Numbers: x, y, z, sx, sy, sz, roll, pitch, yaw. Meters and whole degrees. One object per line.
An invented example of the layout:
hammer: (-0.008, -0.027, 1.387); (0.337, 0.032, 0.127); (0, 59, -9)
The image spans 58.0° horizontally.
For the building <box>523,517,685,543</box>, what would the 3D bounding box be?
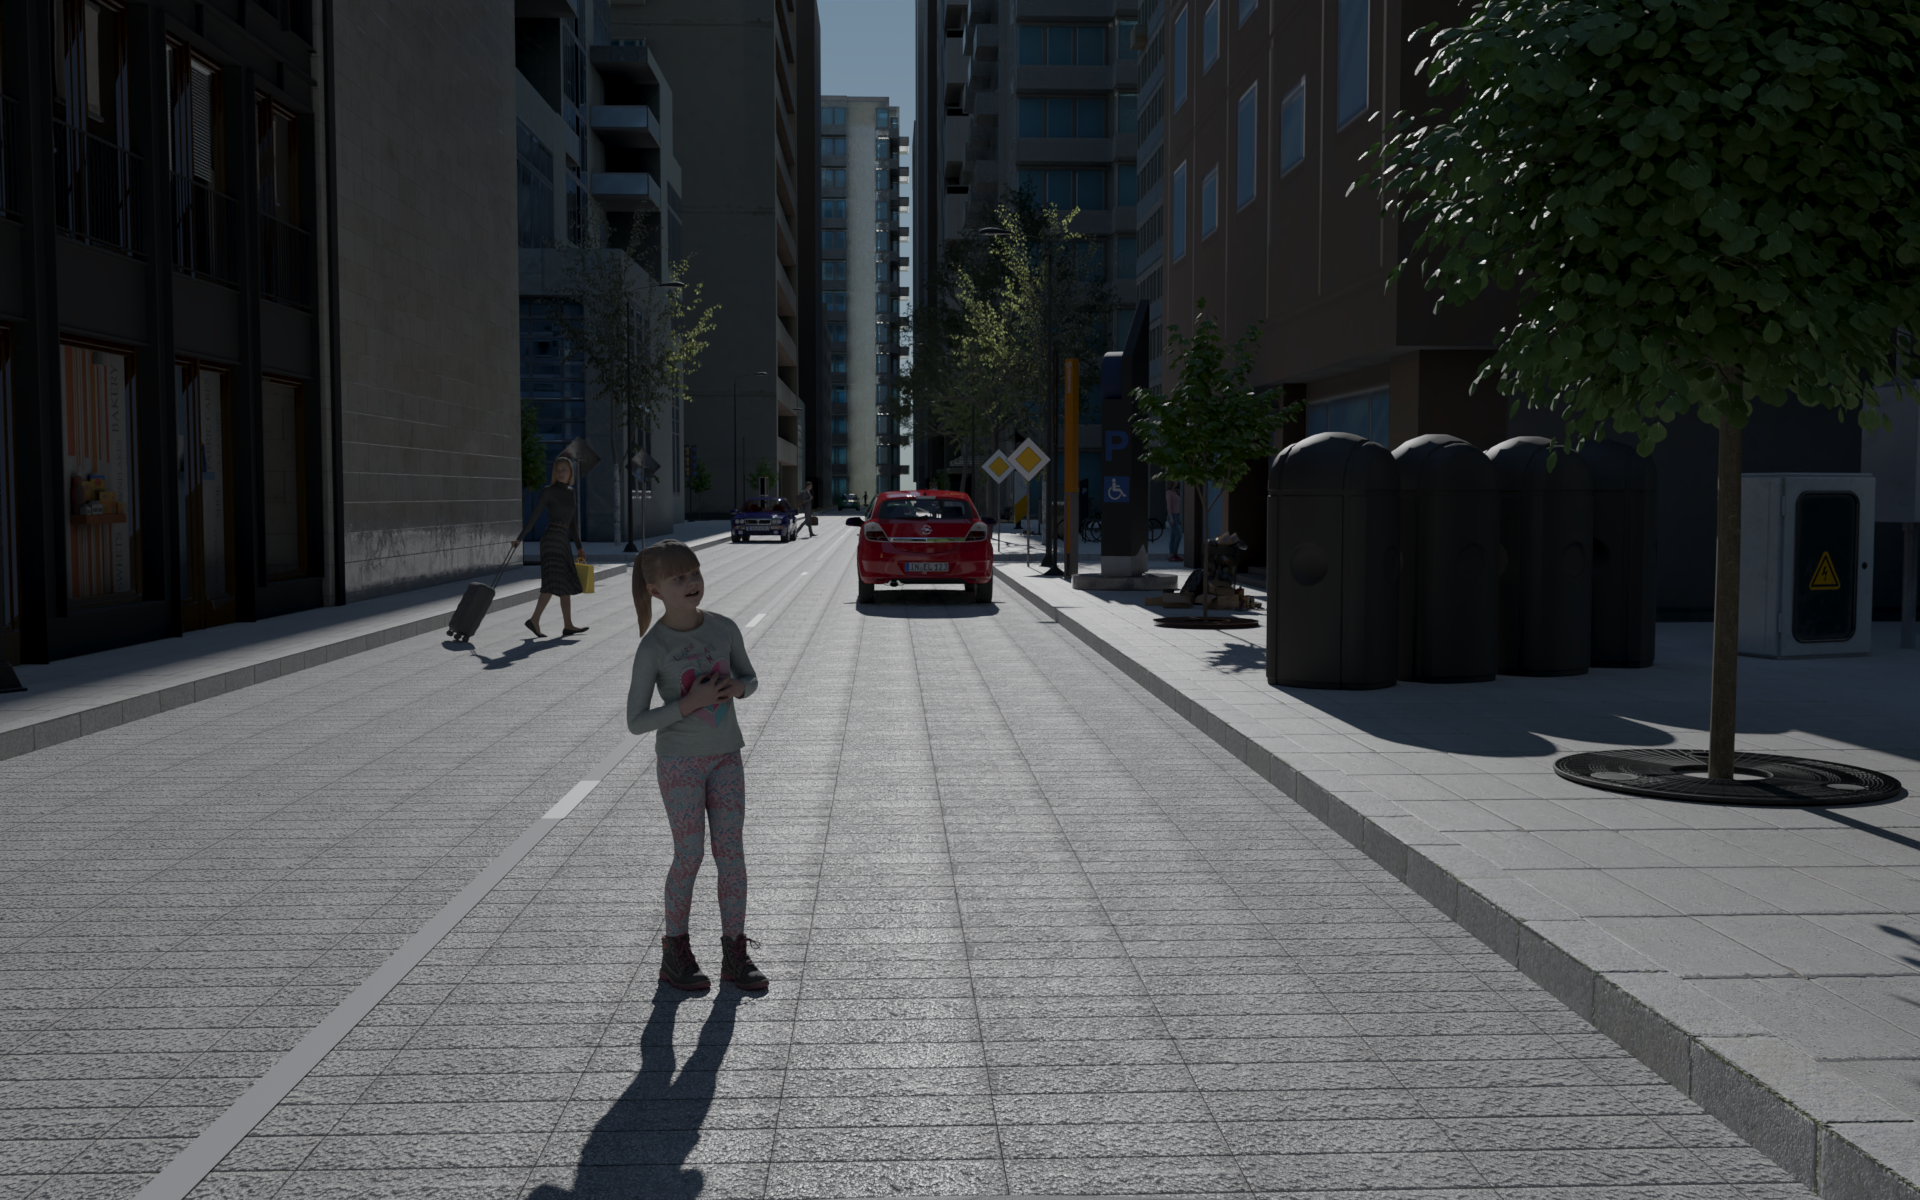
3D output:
building: (-20.690, -45.600, 58.226); (22.319, 86.520, 31.000); (0, 4, -2)

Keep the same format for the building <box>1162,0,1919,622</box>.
building: (10.776, -22.793, 22.774); (14.600, 45.320, 14.200); (0, 4, -2)

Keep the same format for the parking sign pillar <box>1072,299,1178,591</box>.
parking sign pillar: (2.246, -2.142, 23.496); (1.447, 3.967, 1.447); (1, 4, 16)

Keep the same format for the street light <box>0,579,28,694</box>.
street light: (-5.712, -2.356, 11.067); (1.470, 5.913, 1.316); (0, 4, -2)

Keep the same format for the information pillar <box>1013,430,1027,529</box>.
information pillar: (2.213, -4.390, 63.127); (0.504, 3.616, 0.183); (-1, 4, -11)

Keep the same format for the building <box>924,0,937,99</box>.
building: (3.877, -30.813, 153.908); (14.600, 45.320, 14.200); (0, 4, -2)

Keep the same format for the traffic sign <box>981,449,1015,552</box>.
traffic sign: (0.861, -2.129, 38.446); (0.795, 2.450, 0.064); (0, 4, -2)

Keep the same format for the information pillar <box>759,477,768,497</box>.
information pillar: (-8.415, -4.268, 74.279); (0.304, 2.012, 0.304); (1, 4, 13)

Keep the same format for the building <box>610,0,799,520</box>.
building: (-20.063, -28.745, 93.678); (21.300, 48.544, 21.600); (0, 4, -2)

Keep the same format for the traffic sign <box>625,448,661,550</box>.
traffic sign: (-6.977, -2.110, 38.135); (0.795, 2.450, 0.064); (0, 4, -2)

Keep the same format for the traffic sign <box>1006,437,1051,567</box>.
traffic sign: (1.201, -1.641, 30.469); (0.795, 2.450, 0.064); (0, 4, -2)

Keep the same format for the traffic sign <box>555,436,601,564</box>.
traffic sign: (-6.637, -1.622, 30.157); (0.795, 2.450, 0.064); (0, 4, -2)

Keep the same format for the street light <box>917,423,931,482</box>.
street light: (-1.263, -6.906, 85.459); (1.470, 5.913, 1.316); (0, 4, -2)

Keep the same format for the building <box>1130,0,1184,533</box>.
building: (18.508, -22.157, 54.150); (23.993, 40.220, 32.217); (0, 4, -2)

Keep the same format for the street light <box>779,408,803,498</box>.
street light: (-9.216, -7.425, 93.939); (1.470, 5.913, 1.316); (0, 4, -2)

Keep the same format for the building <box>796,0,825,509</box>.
building: (-19.171, -30.591, 150.280); (14.600, 45.320, 14.200); (0, 4, -2)

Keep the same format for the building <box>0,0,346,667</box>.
building: (-12.904, -11.100, 11.157); (12.332, 23.373, 15.834); (0, 4, -2)

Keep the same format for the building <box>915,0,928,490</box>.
building: (6.000, -38.717, 175.015); (21.231, 58.520, 28.212); (0, 4, -2)

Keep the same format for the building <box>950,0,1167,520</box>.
building: (11.607, -29.271, 98.194); (23.786, 49.044, 30.456); (0, 4, -2)

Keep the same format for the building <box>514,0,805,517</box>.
building: (-22.465, -49.763, 126.304); (22.319, 86.520, 31.000); (0, 4, -2)

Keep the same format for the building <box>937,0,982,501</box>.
building: (12.020, -33.252, 132.910); (28.713, 52.752, 27.495); (0, 4, -2)

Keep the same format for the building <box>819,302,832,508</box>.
building: (-27.904, -20.198, 175.273); (28.899, 21.520, 27.650); (0, 4, -2)

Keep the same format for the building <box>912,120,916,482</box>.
building: (1.623, -33.844, 203.456); (14.200, 45.320, 14.600); (0, 4, -2)

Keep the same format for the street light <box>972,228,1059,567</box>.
street light: (1.029, -3.539, 30.412); (1.470, 5.913, 1.316); (0, 4, -2)

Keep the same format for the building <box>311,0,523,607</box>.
building: (-15.753, -10.342, 23.849); (16.860, 20.320, 10.420); (0, 4, -2)

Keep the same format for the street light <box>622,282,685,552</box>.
street light: (-6.724, -4.007, 38.048); (1.470, 5.913, 1.316); (0, 4, -2)

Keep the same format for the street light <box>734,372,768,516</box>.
street light: (-8.045, -5.730, 66.229); (1.470, 5.913, 1.316); (0, 4, -2)

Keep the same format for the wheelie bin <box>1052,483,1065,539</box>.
wheelie bin: (2.874, -2.545, 49.523); (0.980, 1.594, 0.693); (2, 4, 24)

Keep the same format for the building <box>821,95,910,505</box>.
building: (-21.351, -35.947, 207.342); (30.456, 49.044, 23.786); (0, 4, -2)

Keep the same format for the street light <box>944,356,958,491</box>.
street light: (-0.104, -5.181, 57.248); (1.470, 5.913, 1.316); (0, 4, -2)

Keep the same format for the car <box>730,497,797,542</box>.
car: (-5.927, -2.444, 52.540); (1.945, 1.354, 3.894); (0, 4, -1)

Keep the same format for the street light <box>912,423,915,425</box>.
street light: (-2.460, -8.620, 113.483); (1.470, 5.913, 1.316); (0, 4, -2)
